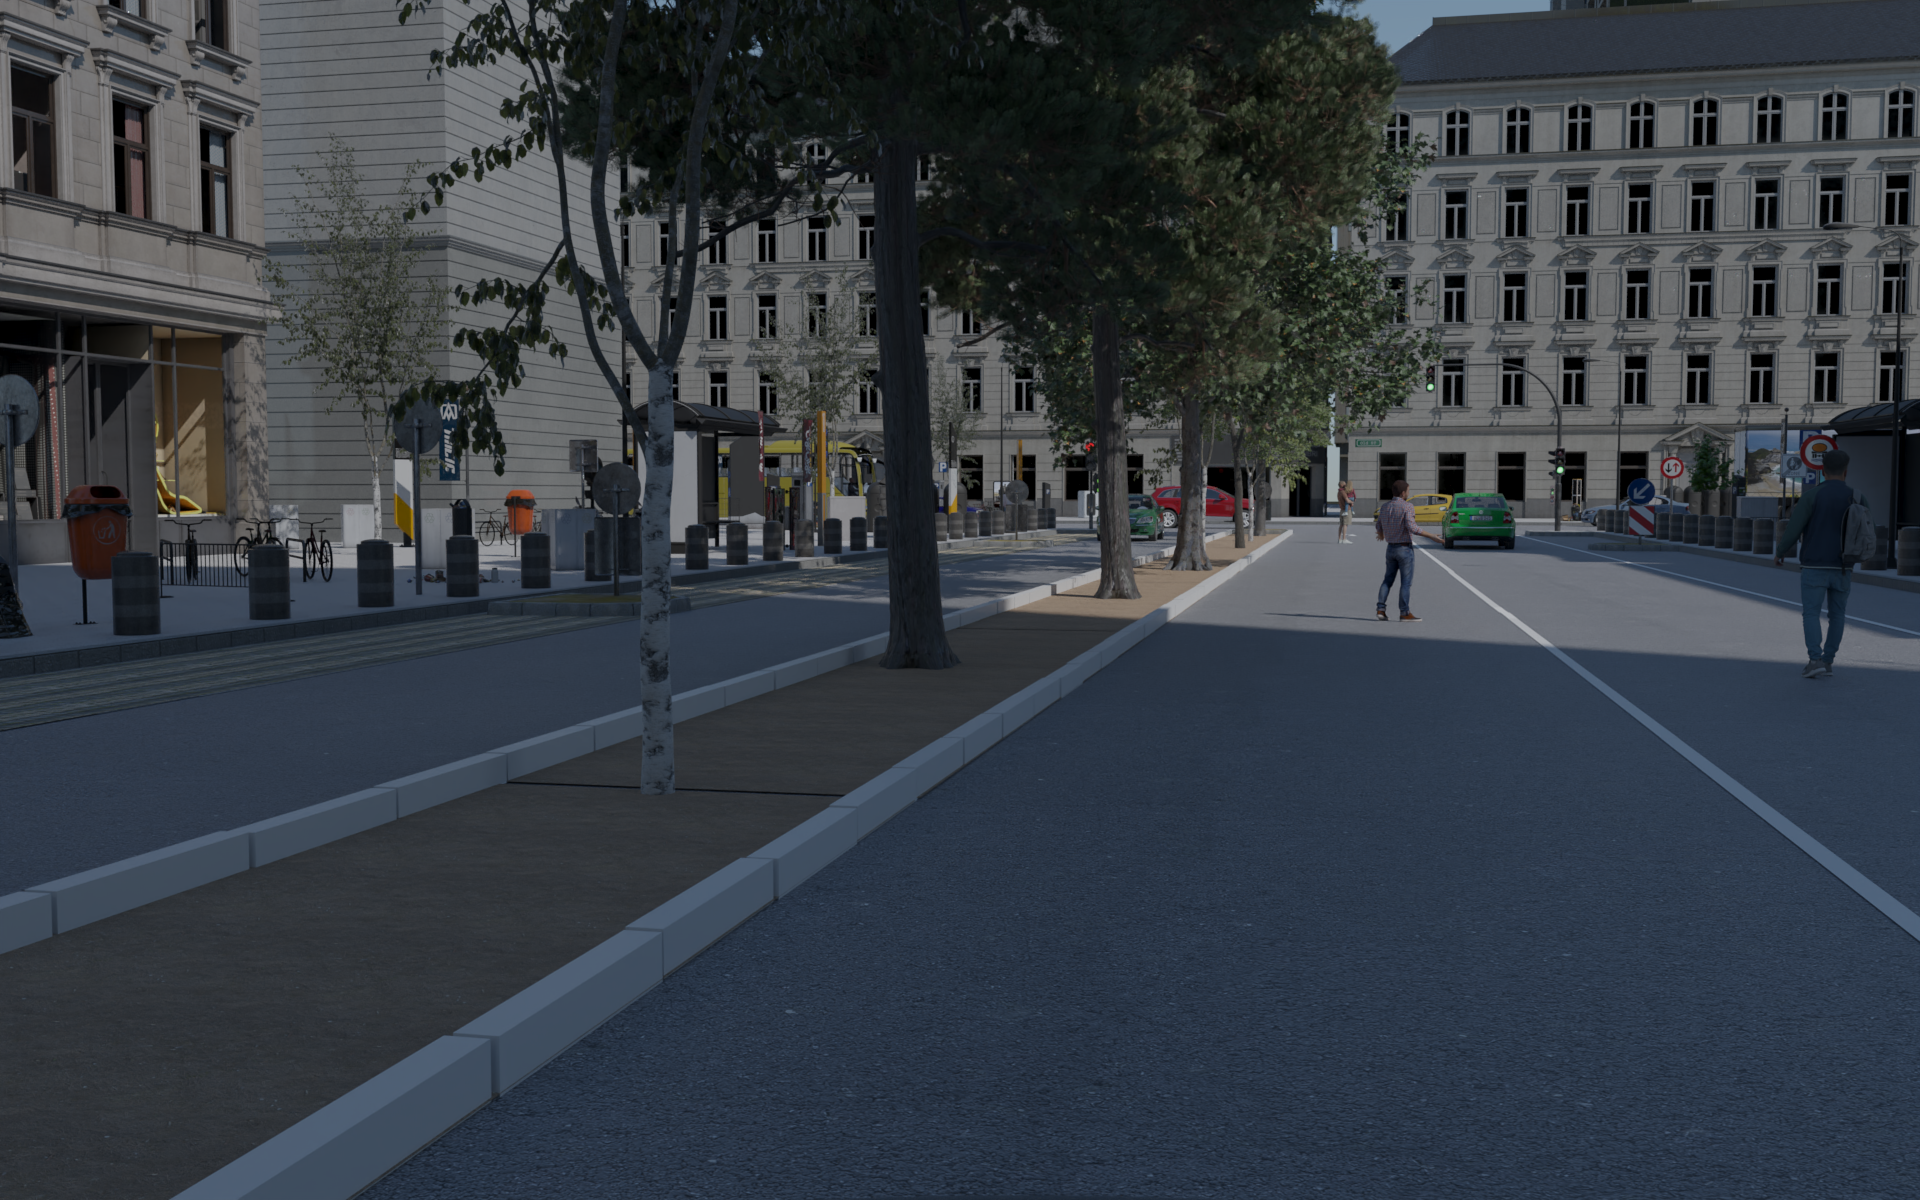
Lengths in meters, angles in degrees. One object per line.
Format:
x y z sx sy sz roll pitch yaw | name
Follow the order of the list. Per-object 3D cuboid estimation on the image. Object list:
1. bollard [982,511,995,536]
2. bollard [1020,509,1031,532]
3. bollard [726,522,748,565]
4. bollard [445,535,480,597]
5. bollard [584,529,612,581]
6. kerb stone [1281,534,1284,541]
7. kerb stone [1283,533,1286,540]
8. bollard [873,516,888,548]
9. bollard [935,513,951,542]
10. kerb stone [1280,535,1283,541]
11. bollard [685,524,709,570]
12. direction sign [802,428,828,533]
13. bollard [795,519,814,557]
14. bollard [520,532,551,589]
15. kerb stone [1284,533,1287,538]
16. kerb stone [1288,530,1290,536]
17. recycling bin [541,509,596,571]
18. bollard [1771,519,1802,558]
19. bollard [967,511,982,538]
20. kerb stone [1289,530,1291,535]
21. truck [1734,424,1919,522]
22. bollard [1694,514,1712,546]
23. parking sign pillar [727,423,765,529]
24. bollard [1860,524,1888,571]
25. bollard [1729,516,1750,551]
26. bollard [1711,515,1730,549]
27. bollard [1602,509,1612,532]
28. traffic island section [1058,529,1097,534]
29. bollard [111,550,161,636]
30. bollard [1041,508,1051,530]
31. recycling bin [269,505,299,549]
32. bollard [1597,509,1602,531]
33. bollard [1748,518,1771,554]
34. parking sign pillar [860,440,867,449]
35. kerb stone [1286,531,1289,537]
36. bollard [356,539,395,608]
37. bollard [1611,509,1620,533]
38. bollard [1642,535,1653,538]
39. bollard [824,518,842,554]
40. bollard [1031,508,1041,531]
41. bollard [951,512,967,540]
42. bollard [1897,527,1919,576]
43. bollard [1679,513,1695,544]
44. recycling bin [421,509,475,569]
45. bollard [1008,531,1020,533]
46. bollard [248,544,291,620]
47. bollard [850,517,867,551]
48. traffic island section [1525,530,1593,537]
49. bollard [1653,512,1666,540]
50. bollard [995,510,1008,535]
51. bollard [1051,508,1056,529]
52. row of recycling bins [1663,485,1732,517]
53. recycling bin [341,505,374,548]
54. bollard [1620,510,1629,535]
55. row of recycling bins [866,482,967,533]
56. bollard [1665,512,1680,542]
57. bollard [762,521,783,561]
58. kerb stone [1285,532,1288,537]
0.763 -2.330 52.814 0.404 0.777 0.398 0 3 0 | bollard
2.076 -2.687 58.653 0.404 0.777 0.398 0 3 0 | bollard
-4.041 -1.022 31.422 0.404 0.777 0.398 0 3 0 | bollard
-6.229 -0.426 21.686 0.404 0.777 0.398 0 3 0 | bollard
-5.351 -0.665 25.594 0.404 0.777 0.398 0 3 0 | bollard
9.534 -1.806 51.725 0.120 0.150 1.000 1 4 13 | kerb stone
9.755 -1.865 52.731 0.120 0.150 1.000 1 4 13 | kerb stone
-1.861 -1.615 41.130 0.404 0.777 0.398 0 3 0 | bollard
-0.550 -1.973 46.969 0.404 0.777 0.398 0 3 0 | bollard
9.307 -1.745 50.722 0.120 0.150 1.000 1 4 13 | kerb stone
-4.479 -0.903 29.480 0.404 0.777 0.398 0 3 0 | bollard
-4.805 -4.003 57.452 0.876 3.537 0.379 -1 4 -10 | direction sign
-3.170 -1.259 35.305 0.404 0.777 0.398 0 3 0 | bollard
-5.791 -0.546 23.638 0.404 0.777 0.398 0 3 0 | bollard
9.994 -1.928 53.743 0.120 0.150 1.000 1 4 13 | kerb stone
10.661 -2.113 56.746 0.120 0.150 1.000 1 4 13 | kerb stone
-6.637 -1.029 29.384 0.722 1.027 0.722 -2 4 -35 | recycling bin
16.738 -1.244 35.059 0.404 0.777 0.398 0 3 0 | bollard
0.323 -2.211 50.872 0.404 0.777 0.398 0 3 0 | bollard
10.883 -2.174 57.746 0.120 0.150 1.000 1 4 13 | kerb stone
37.672 -4.980 70.329 11.283 4.237 2.839 1 4 14 | truck
18.482 -1.720 42.835 0.404 0.777 0.398 0 3 0 | bollard
-7.899 -4.619 63.986 1.447 3.967 1.447 -1 4 -22 | parking sign pillar
15.424 -0.887 29.215 0.404 0.777 0.398 0 3 0 | bollard
17.613 -1.482 38.951 0.404 0.777 0.398 0 3 0 | bollard
18.047 -1.601 40.893 0.404 0.777 0.398 0 3 0 | bollard
21.987 -2.673 58.428 0.404 0.777 0.398 0 3 0 | bollard
4.780 -2.519 63.462 2.009 0.180 2.903 1 4 13 | traffic island section
-7.540 -0.069 15.849 0.404 0.777 0.398 0 3 0 | bollard
2.948 -2.925 62.545 0.404 0.777 0.398 0 3 0 | bollard
-15.853 -1.699 40.341 0.722 1.027 0.722 -2 4 -33 | recycling bin
22.422 -2.793 60.380 0.404 0.777 0.398 0 3 0 | bollard
17.172 -1.363 37.010 0.404 0.777 0.398 0 3 0 | bollard
-4.997 -6.071 87.732 1.447 3.967 1.447 -2 4 -34 | parking sign pillar
10.433 -2.052 55.744 0.120 0.150 1.000 1 4 13 | kerb stone
-6.663 -0.307 19.744 0.404 0.777 0.398 0 3 0 | bollard
21.553 -2.555 56.486 0.404 0.777 0.398 0 3 0 | bollard
20.239 -2.197 50.639 0.404 0.777 0.398 0 3 0 | bollard
-2.733 -1.378 37.247 0.404 0.777 0.398 0 3 0 | bollard
2.507 -2.806 60.596 0.404 0.777 0.398 0 3 0 | bollard
-0.117 -2.091 48.912 0.404 0.777 0.398 0 3 0 | bollard
14.984 -0.767 27.257 0.404 0.777 0.398 0 3 0 | bollard
18.922 -1.840 44.797 0.404 0.777 0.398 0 3 0 | bollard
-8.827 -1.060 29.880 0.722 1.027 0.722 0 4 5 | recycling bin
1.637 -2.568 56.712 0.404 0.777 0.398 0 3 0 | bollard
-7.100 -0.189 17.803 0.404 0.777 0.398 0 3 0 | bollard
-2.299 -1.497 39.189 0.404 0.777 0.398 0 3 0 | bollard
20.675 -2.301 59.900 2.009 0.180 2.903 1 4 13 | traffic island section
19.795 -2.077 48.680 0.404 0.777 0.398 0 3 0 | bollard
1.198 -2.449 54.759 0.404 0.777 0.398 0 3 0 | bollard
3.379 -3.044 64.490 0.404 0.777 0.398 0 3 0 | bollard
35.299 -4.611 82.498 3.534 1.692 1.069 0 4 -5 | row of recycling bins
-14.368 -1.760 41.323 0.722 1.027 0.722 -1 4 -23 | recycling bin
21.110 -2.436 54.545 0.404 0.777 0.398 0 3 0 | bollard
-1.453 -3.085 57.547 3.534 1.692 1.069 1 4 17 | row of recycling bins
19.358 -1.959 46.738 0.404 0.777 0.398 0 3 0 | bollard
-3.605 -1.140 33.363 0.404 0.777 0.398 0 3 0 | bollard
10.213 -1.991 54.744 0.120 0.150 1.000 1 4 13 | kerb stone
